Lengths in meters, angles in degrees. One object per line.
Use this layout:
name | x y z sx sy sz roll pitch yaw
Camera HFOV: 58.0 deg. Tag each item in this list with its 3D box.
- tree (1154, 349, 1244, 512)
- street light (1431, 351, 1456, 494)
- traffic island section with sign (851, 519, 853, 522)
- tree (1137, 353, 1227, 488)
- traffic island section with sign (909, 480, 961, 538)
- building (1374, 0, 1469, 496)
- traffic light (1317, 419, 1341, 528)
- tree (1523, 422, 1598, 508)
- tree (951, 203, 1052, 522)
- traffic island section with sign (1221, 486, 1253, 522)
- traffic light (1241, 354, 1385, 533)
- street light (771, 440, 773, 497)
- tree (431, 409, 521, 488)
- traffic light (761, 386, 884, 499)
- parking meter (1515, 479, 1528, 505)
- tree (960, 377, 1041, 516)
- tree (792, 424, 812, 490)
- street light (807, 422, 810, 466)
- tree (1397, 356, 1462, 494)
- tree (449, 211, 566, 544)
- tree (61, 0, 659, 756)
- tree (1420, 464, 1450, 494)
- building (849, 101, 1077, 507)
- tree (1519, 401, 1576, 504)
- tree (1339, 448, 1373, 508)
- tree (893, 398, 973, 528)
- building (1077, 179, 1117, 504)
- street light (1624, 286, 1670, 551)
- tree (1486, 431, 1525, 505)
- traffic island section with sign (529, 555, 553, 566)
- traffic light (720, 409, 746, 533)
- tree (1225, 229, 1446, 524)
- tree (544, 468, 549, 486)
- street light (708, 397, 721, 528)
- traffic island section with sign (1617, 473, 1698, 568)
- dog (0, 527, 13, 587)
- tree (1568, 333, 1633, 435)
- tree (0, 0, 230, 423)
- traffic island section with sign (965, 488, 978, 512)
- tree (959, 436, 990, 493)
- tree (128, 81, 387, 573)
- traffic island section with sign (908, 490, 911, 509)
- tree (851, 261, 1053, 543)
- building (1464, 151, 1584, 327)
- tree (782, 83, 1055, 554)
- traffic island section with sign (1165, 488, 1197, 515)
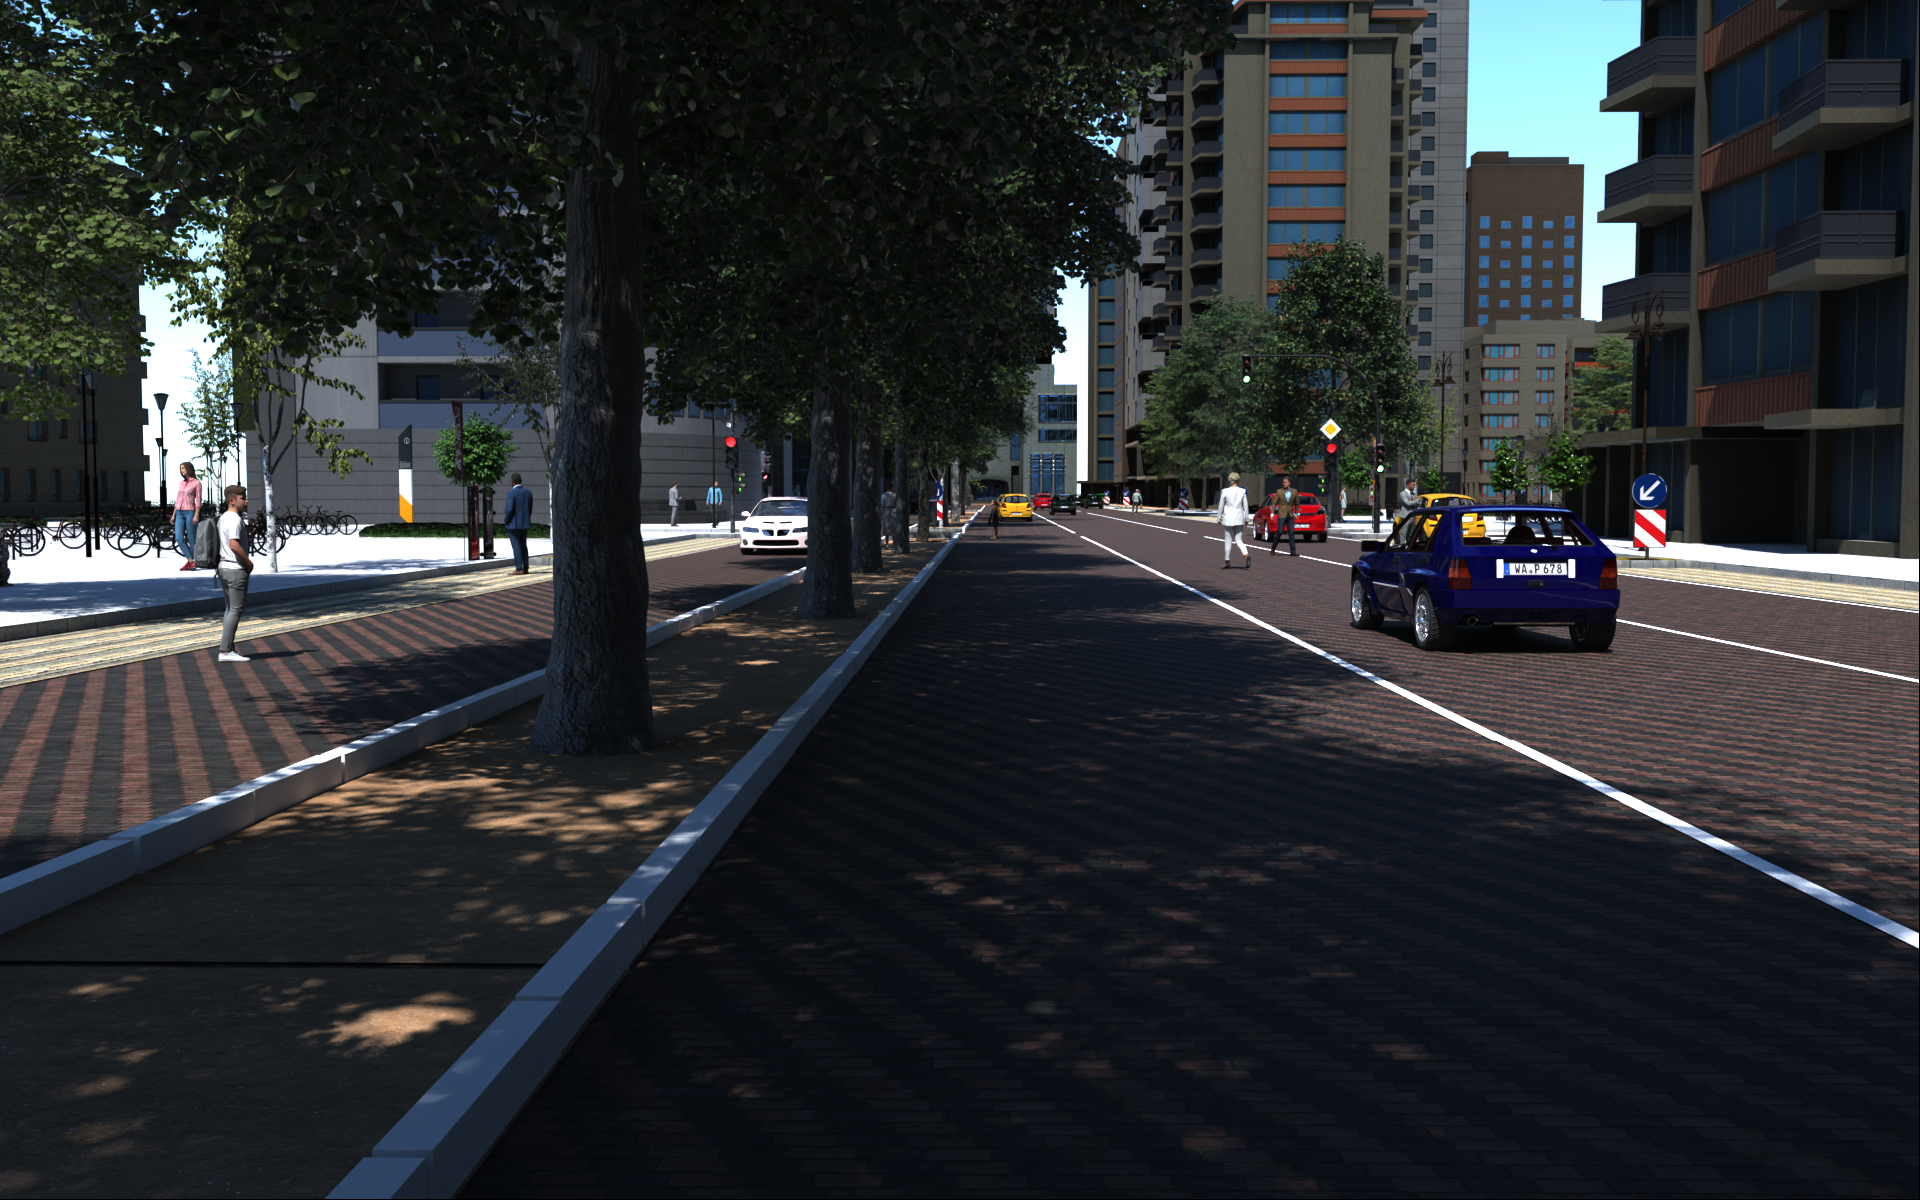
tree | 17.553 -12.126 124.012 9.928 11.665 9.643 0 3 0
street light | 15.605 -5.092 56.041 0.468 5.910 1.993 0 4 1
traffic island section with sign | -6.531 -4.954 89.627 1.989 1.847 2.006 0 4 1
tree | 17.349 -13.314 135.807 7.486 12.596 7.792 0 3 0
traffic island section with sign | -1.083 -2.998 57.160 2.006 1.907 1.989 0 4 1
building | 55.234 -48.504 231.291 20.611 71.187 20.563 0 4 1
traffic light | 13.751 -4.623 64.503 0.839 4.253 0.868 0 4 1
tree | 16.366 -3.195 46.832 1.663 3.219 1.824 0 3 0
tree | -1.422 -14.026 87.670 12.611 20.169 13.585 0 3 0
traffic island section with sign | 14.285 -4.929 89.210 1.989 1.847 2.006 0 4 1
traffic light | 11.501 -5.000 56.420 4.771 5.953 1.251 0 4 1
street light | -9.016 -6.744 83.053 0.468 5.910 1.993 0 4 1
tree | -18.789 -5.109 67.247 4.285 4.588 4.351 0 3 0
traffic light | -5.213 -5.518 64.894 4.771 5.953 1.251 0 4 1
parking meter | 20.531 -3.528 63.387 0.399 1.863 0.255 0 4 -4
tree | 0.211 -12.254 113.182 12.009 13.543 11.850 0 3 0
tree | -9.313 -9.469 105.183 4.360 8.622 3.978 0 3 0
street light | -8.718 -7.788 100.119 0.468 5.910 1.993 0 4 1
tree | 24.667 -8.719 92.923 4.737 8.622 4.395 0 3 0
tree | -10.701 -5.755 44.456 4.360 8.622 3.978 0 3 0
tree | -2.060 -6.135 9.416 9.857 13.997 8.962 0 3 0
tree | 27.727 -6.554 101.761 1.663 3.219 1.824 0 3 0
building | -0.082 -56.265 232.601 31.000 86.520 22.319 0 4 1
tree | 46.517 -11.394 136.649 4.360 8.622 3.978 0 3 0
tree | 25.833 -7.841 111.912 4.285 4.588 4.351 0 3 0
tree | -0.739 -6.950 66.452 4.360 8.622 3.978 0 3 0
building | 29.868 -35.362 232.788 28.867 44.769 22.147 0 4 1
street light | 15.301 -4.030 38.686 0.468 5.910 1.993 0 4 1
tree | 16.241 -3.497 51.770 1.663 3.219 1.824 0 3 0
traffic island section with sign | -7.605 -1.634 35.345 1.989 1.847 2.006 0 4 1
traffic light | -7.463 -4.159 56.916 0.839 4.253 0.868 0 4 1
tree | 16.275 -9.689 75.418 9.611 12.733 9.660 0 3 0
tree | -15.389 -4.443 67.248 1.663 3.219 1.824 0 3 0
street light | -9.330 -5.676 65.588 0.468 5.910 1.993 0 4 1
traffic island section with sign | 13.198 -1.562 34.162 1.989 1.847 2.006 0 4 1
dog | -13.467 -0.590 24.026 0.513 0.831 0.800 1 4 19
tree | 46.563 -12.512 122.703 7.486 12.596 7.792 0 3 0
tree | -11.551 -6.102 17.888 7.486 12.596 7.792 0 3 0
traffic island section with sign | 0.537 -8.046 139.690 2.006 1.907 1.989 0 4 1
tree | 0.325 -10.334 121.788 4.737 8.622 4.395 0 3 0
tree | -11.141 -4.735 27.782 4.737 8.622 4.395 0 3 0
traffic island section with sign | -5.024 -9.672 166.768 1.989 1.847 2.006 0 4 1
tree | -1.000 -7.502 50.868 9.928 11.665 9.643 0 3 0
building | 72.682 -35.418 229.200 14.200 45.320 14.600 0 4 1
tree | -1.494 -7.393 41.459 7.486 12.596 7.792 0 3 0
traffic island section with sign | 14.805 -6.577 116.161 1.989 1.847 2.006 0 4 1
